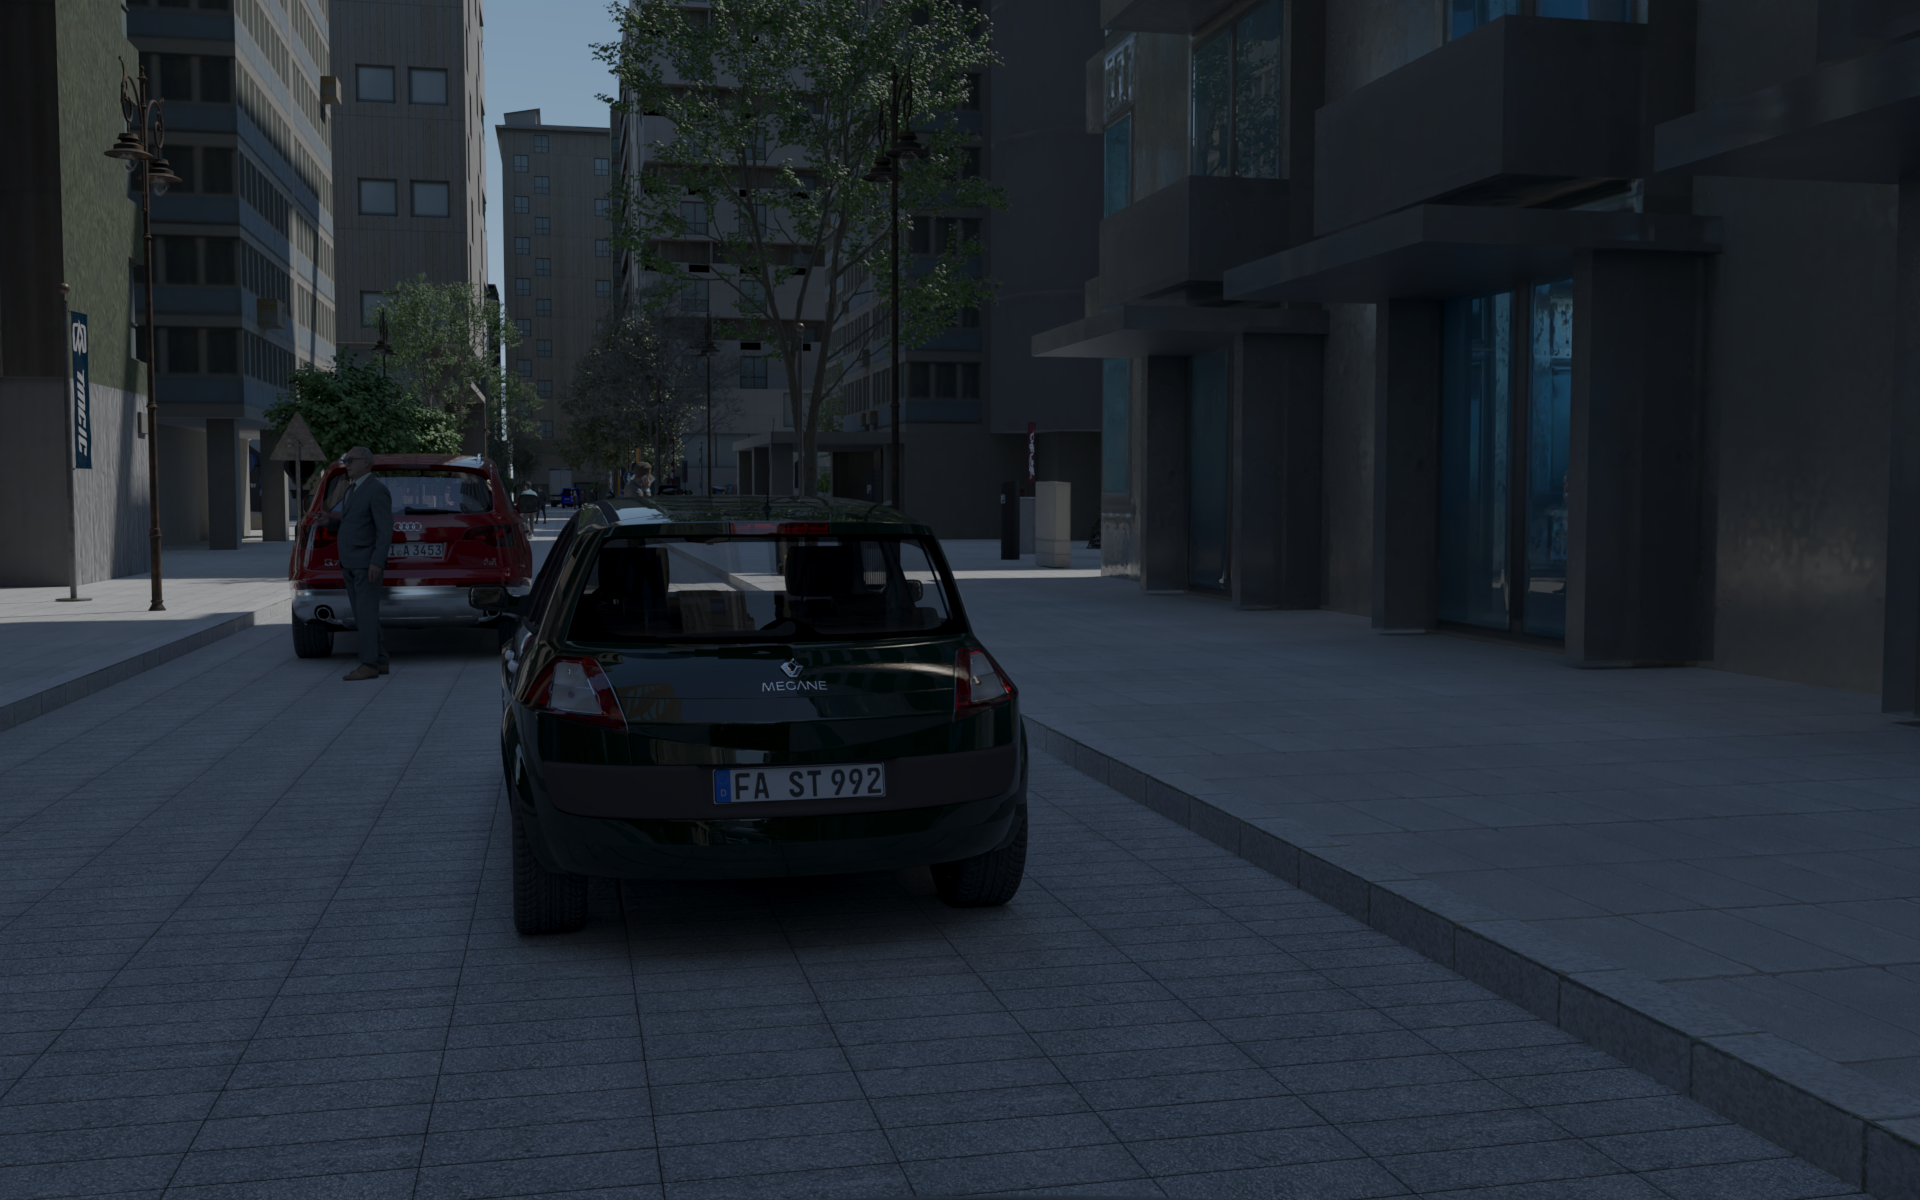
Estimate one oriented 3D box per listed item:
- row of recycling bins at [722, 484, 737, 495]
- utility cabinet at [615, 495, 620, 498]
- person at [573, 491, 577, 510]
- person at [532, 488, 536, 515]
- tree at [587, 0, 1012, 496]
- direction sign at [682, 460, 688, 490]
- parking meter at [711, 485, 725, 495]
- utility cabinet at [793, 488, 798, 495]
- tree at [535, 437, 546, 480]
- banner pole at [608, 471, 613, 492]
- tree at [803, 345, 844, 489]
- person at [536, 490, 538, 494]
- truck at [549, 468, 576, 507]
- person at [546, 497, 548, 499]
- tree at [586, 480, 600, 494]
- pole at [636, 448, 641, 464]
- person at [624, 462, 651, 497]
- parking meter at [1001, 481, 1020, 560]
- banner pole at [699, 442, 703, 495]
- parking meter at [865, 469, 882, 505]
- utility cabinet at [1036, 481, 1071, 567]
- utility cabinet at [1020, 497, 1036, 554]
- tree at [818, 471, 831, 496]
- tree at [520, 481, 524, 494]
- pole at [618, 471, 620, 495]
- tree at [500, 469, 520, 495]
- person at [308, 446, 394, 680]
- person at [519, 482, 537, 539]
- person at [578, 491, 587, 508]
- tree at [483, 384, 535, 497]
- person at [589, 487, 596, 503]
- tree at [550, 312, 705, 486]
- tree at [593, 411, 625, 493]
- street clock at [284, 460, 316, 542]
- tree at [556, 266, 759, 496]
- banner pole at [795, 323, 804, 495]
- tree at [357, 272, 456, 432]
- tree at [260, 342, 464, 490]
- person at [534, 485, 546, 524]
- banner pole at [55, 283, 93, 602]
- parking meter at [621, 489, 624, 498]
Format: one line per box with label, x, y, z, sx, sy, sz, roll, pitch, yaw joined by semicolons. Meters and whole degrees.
row of recycling bins;-8.654;-3.737;68.216;1.069;1.692;3.534;-2;4;-24
utility cabinet;-27.735;-7.854;139.568;1.020;1.237;0.306;-3;4;-39
person;-34.879;-9.059;157.337;0.721;1.736;1.217;-1;4;-12
person;-29.582;-6.816;120.041;0.679;1.850;0.850;2;4;26
tree;-2.895;-6.505;32.120;9.928;11.665;9.643;0;3;0
direction sign;-18.560;-7.640;116.916;0.379;3.537;0.876;-2;4;-31
parking meter;-6.792;-2.462;48.670;0.372;1.533;0.369;0;3;0
utility cabinet;-6.710;-3.625;67.949;1.173;1.500;0.318;-1;4;-17
tree;-44.304;-13.677;173.974;4.360;8.622;3.978;0;3;0
banner pole;-29.320;-9.480;145.018;0.863;3.779;0.401;3;5;41
tree;-5.548;-8.083;82.527;4.737;8.622;4.395;0;3;0
person;-39.052;-9.246;159.757;0.705;1.814;1.350;-3;4;-37
truck;-44.207;-12.449;192.459;2.839;4.237;11.283;-1;4;-11
person;-39.832;-9.554;164.705;1.348;1.824;0.705;0;4;4
tree;-44.549;-13.276;211.666;1.663;3.219;1.824;0;3;0
pole;-14.282;-5.089;77.041;0.158;3.312;0.155;0;3;0
person;-4.160;-0.871;22.555;0.447;1.846;0.655;-2;4;-25
parking meter;0.986;-1.558;33.892;0.372;1.533;0.369;0;3;0
banner pole;-12.423;-5.692;83.080;0.401;3.779;0.863;-1;4;-18
parking meter;-2.024;-2.125;40.462;0.255;1.863;0.399;-3;4;-36
utility cabinet;1.638;-1.327;30.372;0.318;1.500;1.173;-1;4;-13
utility cabinet;1.438;-1.586;37.100;1.020;1.237;0.306;-1;4;-13
tree;-9.236;-7.654;119.751;1.663;3.219;1.824;0;3;0
tree;-47.947;-11.669;185.393;1.663;3.219;1.824;0;3;0
pole;-29.046;-9.402;147.564;0.158;3.312;0.155;0;3;0
tree;-35.448;-8.574;134.781;1.663;3.219;1.824;0;3;0
person;-4.724;-0.295;13.507;0.661;1.801;0.590;3;5;43
person;-13.690;-2.846;55.047;0.620;1.820;0.660;3;4;39
person;-34.926;-9.247;160.235;0.990;1.755;0.434;2;4;25
tree;-31.324;-10.184;116.873;4.360;8.622;3.978;0;3;0
person;-25.903;-6.999;122.299;0.648;1.900;0.474;2;4;27
tree;-20.718;-11.670;107.817;9.611;12.733;9.660;0;3;0
tree;-30.778;-12.381;152.790;4.360;8.622;3.978;0;3;0
street clock;-11.356;-1.545;29.828;0.471;2.002;0.358;-3;5;-41
tree;-15.712;-10.990;90.054;12.009;13.543;11.850;0;3;0
banner pole;-2.360;-2.183;25.704;0.401;3.779;0.863;0;4;-4
tree;-24.095;-9.456;80.353;9.928;11.665;9.643;0;3;0
tree;-13.384;-3.303;37.713;4.285;4.588;4.351;0;3;0
person;-20.175;-4.580;83.166;0.755;1.850;0.659;2;4;34
banner pole;-10.649;-1.888;20.893;0.401;3.779;0.863;0;4;-4
parking meter;-18.128;-5.203;93.483;0.372;1.533;0.369;0;3;0
